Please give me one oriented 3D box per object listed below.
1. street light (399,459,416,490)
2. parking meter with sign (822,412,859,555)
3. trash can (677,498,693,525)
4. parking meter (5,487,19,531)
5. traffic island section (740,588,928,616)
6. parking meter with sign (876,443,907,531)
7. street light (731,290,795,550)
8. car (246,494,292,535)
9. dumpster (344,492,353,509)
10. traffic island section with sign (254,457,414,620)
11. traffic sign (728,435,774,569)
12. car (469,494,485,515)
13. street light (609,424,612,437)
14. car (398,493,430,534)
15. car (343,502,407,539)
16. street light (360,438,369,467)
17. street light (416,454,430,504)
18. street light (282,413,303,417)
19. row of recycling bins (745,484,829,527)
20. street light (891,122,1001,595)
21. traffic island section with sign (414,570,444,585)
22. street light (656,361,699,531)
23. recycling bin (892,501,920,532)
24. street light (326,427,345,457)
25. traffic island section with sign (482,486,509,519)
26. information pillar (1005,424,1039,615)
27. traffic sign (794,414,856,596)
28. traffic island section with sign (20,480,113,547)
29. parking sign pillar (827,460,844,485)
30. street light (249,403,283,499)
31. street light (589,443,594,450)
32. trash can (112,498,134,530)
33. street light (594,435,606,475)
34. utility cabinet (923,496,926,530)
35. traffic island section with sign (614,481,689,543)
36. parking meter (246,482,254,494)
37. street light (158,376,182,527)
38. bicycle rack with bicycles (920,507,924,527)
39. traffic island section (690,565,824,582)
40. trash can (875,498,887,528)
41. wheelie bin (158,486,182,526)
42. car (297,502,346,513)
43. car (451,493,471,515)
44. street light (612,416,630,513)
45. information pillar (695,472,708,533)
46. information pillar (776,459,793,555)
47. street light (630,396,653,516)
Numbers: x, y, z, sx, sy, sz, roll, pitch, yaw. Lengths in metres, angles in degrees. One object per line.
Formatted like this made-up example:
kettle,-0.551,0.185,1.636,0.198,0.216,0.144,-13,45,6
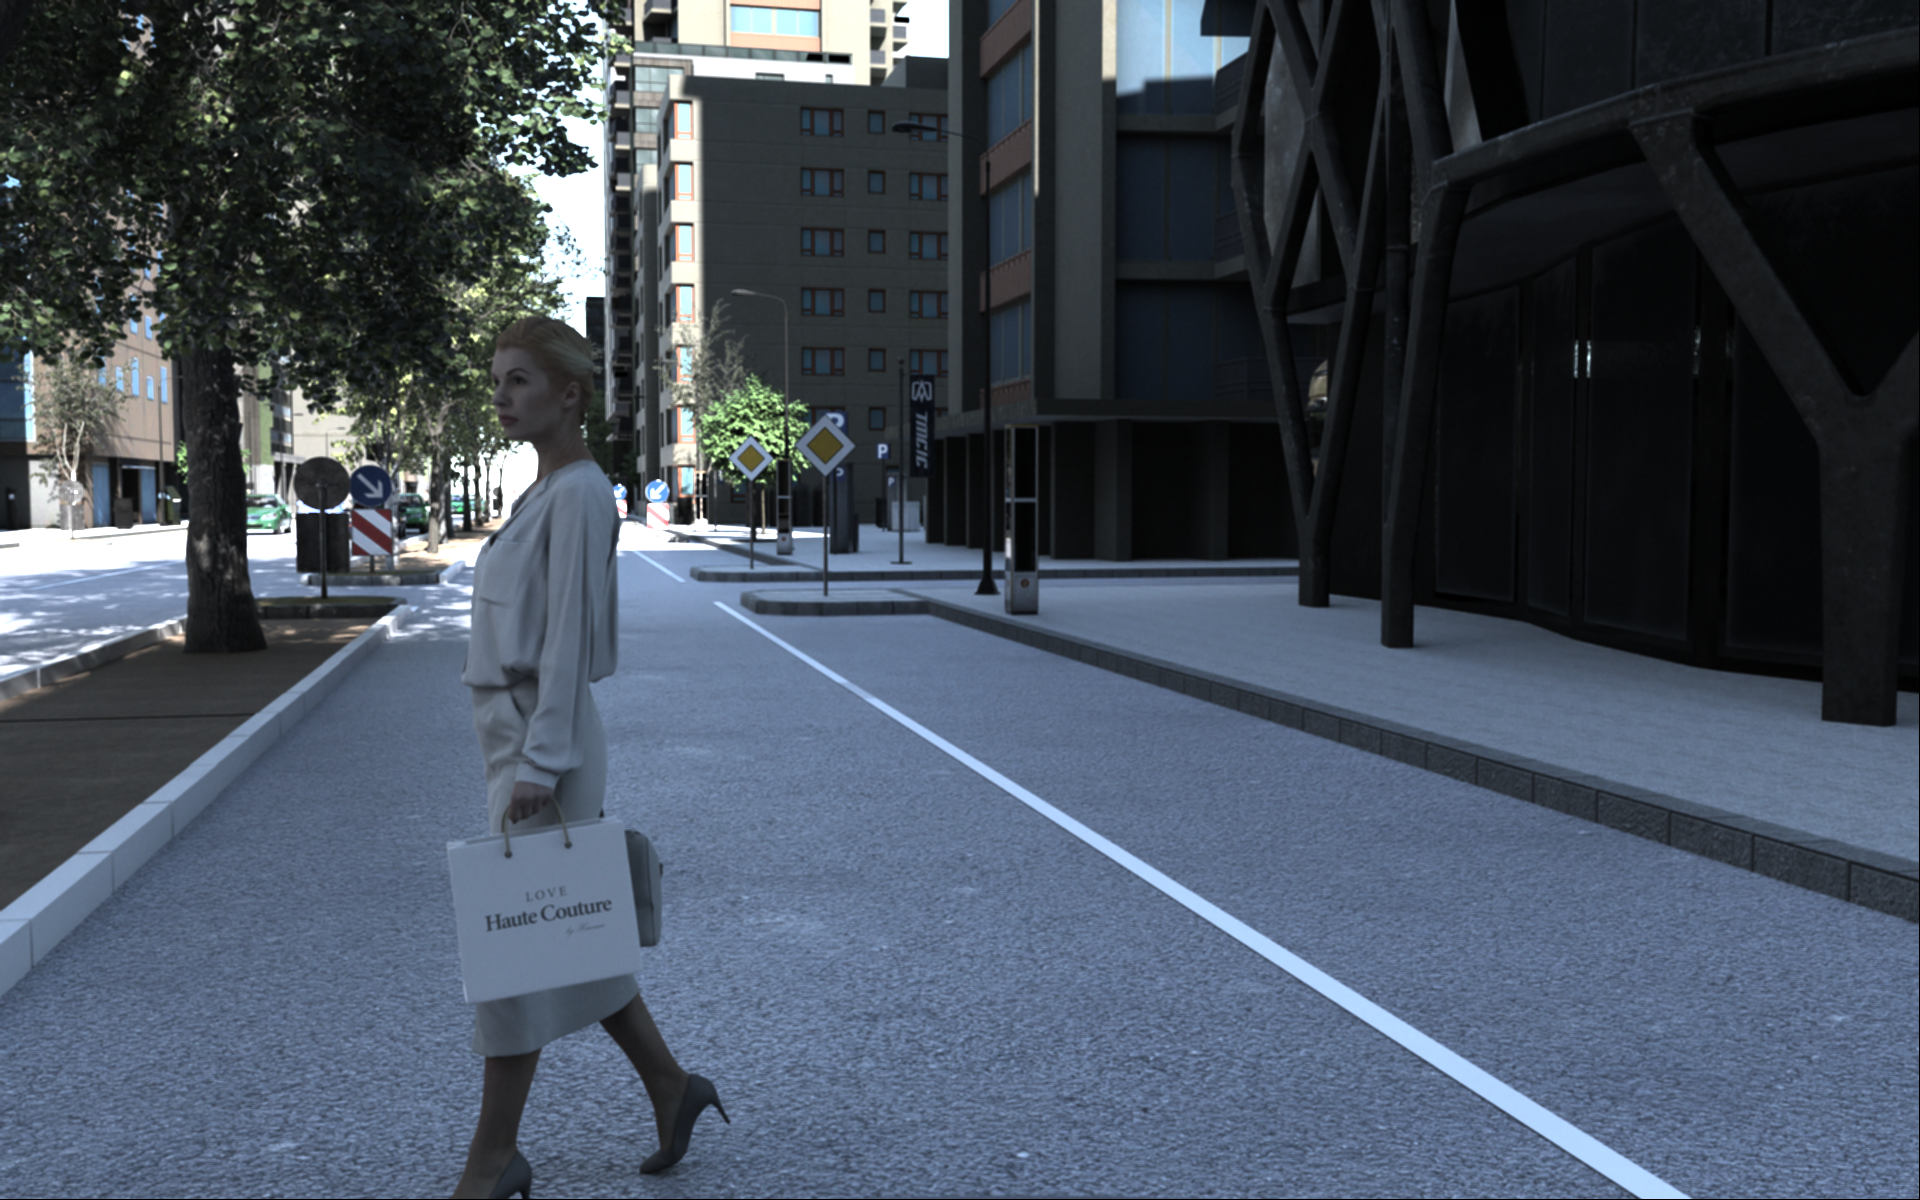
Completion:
street light,-57.994,-12.746,180.936,1.470,5.913,1.316,-1,4,-13
parking meter with sign,-2.543,-2.521,37.475,0.543,3.016,1.738,0,4,7
trash can,-11.364,-3.667,71.602,0.748,1.137,0.748,0,3,0
parking meter,-33.346,-3.211,60.914,0.372,1.533,0.369,0,3,0
traffic island section,-1.674,0.026,21.853,2.009,0.180,2.903,-1,4,-13
parking meter with sign,-2.162,-3.903,60.081,0.543,3.016,1.738,2,4,34
street light,-4.515,-4.107,39.684,1.470,5.913,1.316,-1,4,-13
car,-24.840,-3.033,61.390,2.131,1.459,4.920,-1,4,-14
dumpster,-40.174,-6.460,113.830,1.865,1.857,1.264,-1,4,-13
traffic island section with sign,-7.683,-0.766,20.663,2.006,1.907,1.989,-1,4,-13
traffic sign,-3.560,-1.584,29.536,0.795,2.450,0.064,-1,4,-13
car,-34.450,-6.765,122.402,2.131,1.459,4.920,-1,4,-15
street light,-22.470,-8.686,114.555,1.470,5.913,1.316,-1,4,-13
car,-20.281,-3.318,63.049,1.959,1.807,4.718,-1,4,-15
car,-19.049,-2.687,56.514,1.945,1.354,3.894,-1,4,-15
street light,-48.571,-10.365,142.009,1.470,5.913,1.316,-1,4,-13
street light,-63.045,-14.062,202.459,1.470,5.913,1.316,-1,4,-13
street light,-38.495,-7.780,99.740,1.470,5.913,1.316,-1,4,-13
row of recycling bins,-6.606,-3.705,67.684,3.534,1.692,1.069,-1,4,-20
street light,-0.175,-3.019,21.899,1.470,5.913,1.316,-1,4,-13
traffic island section with sign,-9.403,-1.207,27.868,2.006,1.907,1.989,-1,4,-13
street light,-9.704,-5.381,60.526,1.470,5.913,1.316,-1,4,-13
recycling bin,-1.841,-2.833,58.867,0.722,1.027,0.722,2,4,29
street light,-43.489,-9.057,120.628,1.470,5.913,1.316,-1,4,-13
traffic island section with sign,-26.959,-5.676,100.935,2.006,1.907,1.989,-1,4,-13
information pillar,0.657,-0.855,18.463,0.304,2.012,0.304,-1,4,-12
traffic sign,-1.695,-1.109,21.771,0.795,2.450,0.064,-1,4,-13
traffic island section with sign,-24.360,-2.369,47.353,1.989,1.847,2.006,-1,4,-13
parking sign pillar,-5.087,-5.028,70.673,1.447,3.967,1.447,1,4,8
street light,-35.740,-7.103,88.675,1.470,5.913,1.316,-1,4,-13
street light,-32.537,-11.240,156.312,1.470,5.913,1.316,-1,4,-13
trash can,-30.114,-3.102,62.368,0.748,1.137,0.748,0,3,0
street light,-27.580,-9.962,135.415,1.470,5.913,1.316,-1,4,-13
utility cabinet,-0.804,-3.092,61.716,1.020,1.237,0.306,2,4,34
traffic island section with sign,-9.136,-2.620,51.458,1.989,1.847,2.006,-1,4,-13
parking meter,-35.090,-4.886,85.599,0.255,1.863,0.399,0,4,4
street light,-30.691,-5.826,67.800,1.470,5.913,1.316,-1,4,-13
bicycle rack with bicycles,-1.558,-3.427,69.418,2.925,0.926,2.852,-3,4,-38
traffic island section,-3.539,-0.449,29.618,2.009,0.180,2.903,-1,4,-13
trash can,-2.895,-3.313,65.824,0.748,1.137,0.748,0,3,0
wheelie bin,-31.770,-3.772,69.586,0.693,1.594,0.980,0,4,8
car,-27.481,-3.978,74.637,1.945,1.707,3.694,-1,4,-15
car,-30.338,-5.821,103.972,1.959,1.807,4.718,-1,4,-13
street light,-19.671,-7.964,102.759,1.470,5.913,1.316,-1,4,-13
information pillar,-8.509,-3.214,57.041,0.304,2.012,0.304,3,5,41
information pillar,-3.697,-1.958,36.503,0.304,2.012,0.304,0,4,3
street light,-14.711,-6.686,81.862,1.470,5.913,1.316,-1,4,-13
